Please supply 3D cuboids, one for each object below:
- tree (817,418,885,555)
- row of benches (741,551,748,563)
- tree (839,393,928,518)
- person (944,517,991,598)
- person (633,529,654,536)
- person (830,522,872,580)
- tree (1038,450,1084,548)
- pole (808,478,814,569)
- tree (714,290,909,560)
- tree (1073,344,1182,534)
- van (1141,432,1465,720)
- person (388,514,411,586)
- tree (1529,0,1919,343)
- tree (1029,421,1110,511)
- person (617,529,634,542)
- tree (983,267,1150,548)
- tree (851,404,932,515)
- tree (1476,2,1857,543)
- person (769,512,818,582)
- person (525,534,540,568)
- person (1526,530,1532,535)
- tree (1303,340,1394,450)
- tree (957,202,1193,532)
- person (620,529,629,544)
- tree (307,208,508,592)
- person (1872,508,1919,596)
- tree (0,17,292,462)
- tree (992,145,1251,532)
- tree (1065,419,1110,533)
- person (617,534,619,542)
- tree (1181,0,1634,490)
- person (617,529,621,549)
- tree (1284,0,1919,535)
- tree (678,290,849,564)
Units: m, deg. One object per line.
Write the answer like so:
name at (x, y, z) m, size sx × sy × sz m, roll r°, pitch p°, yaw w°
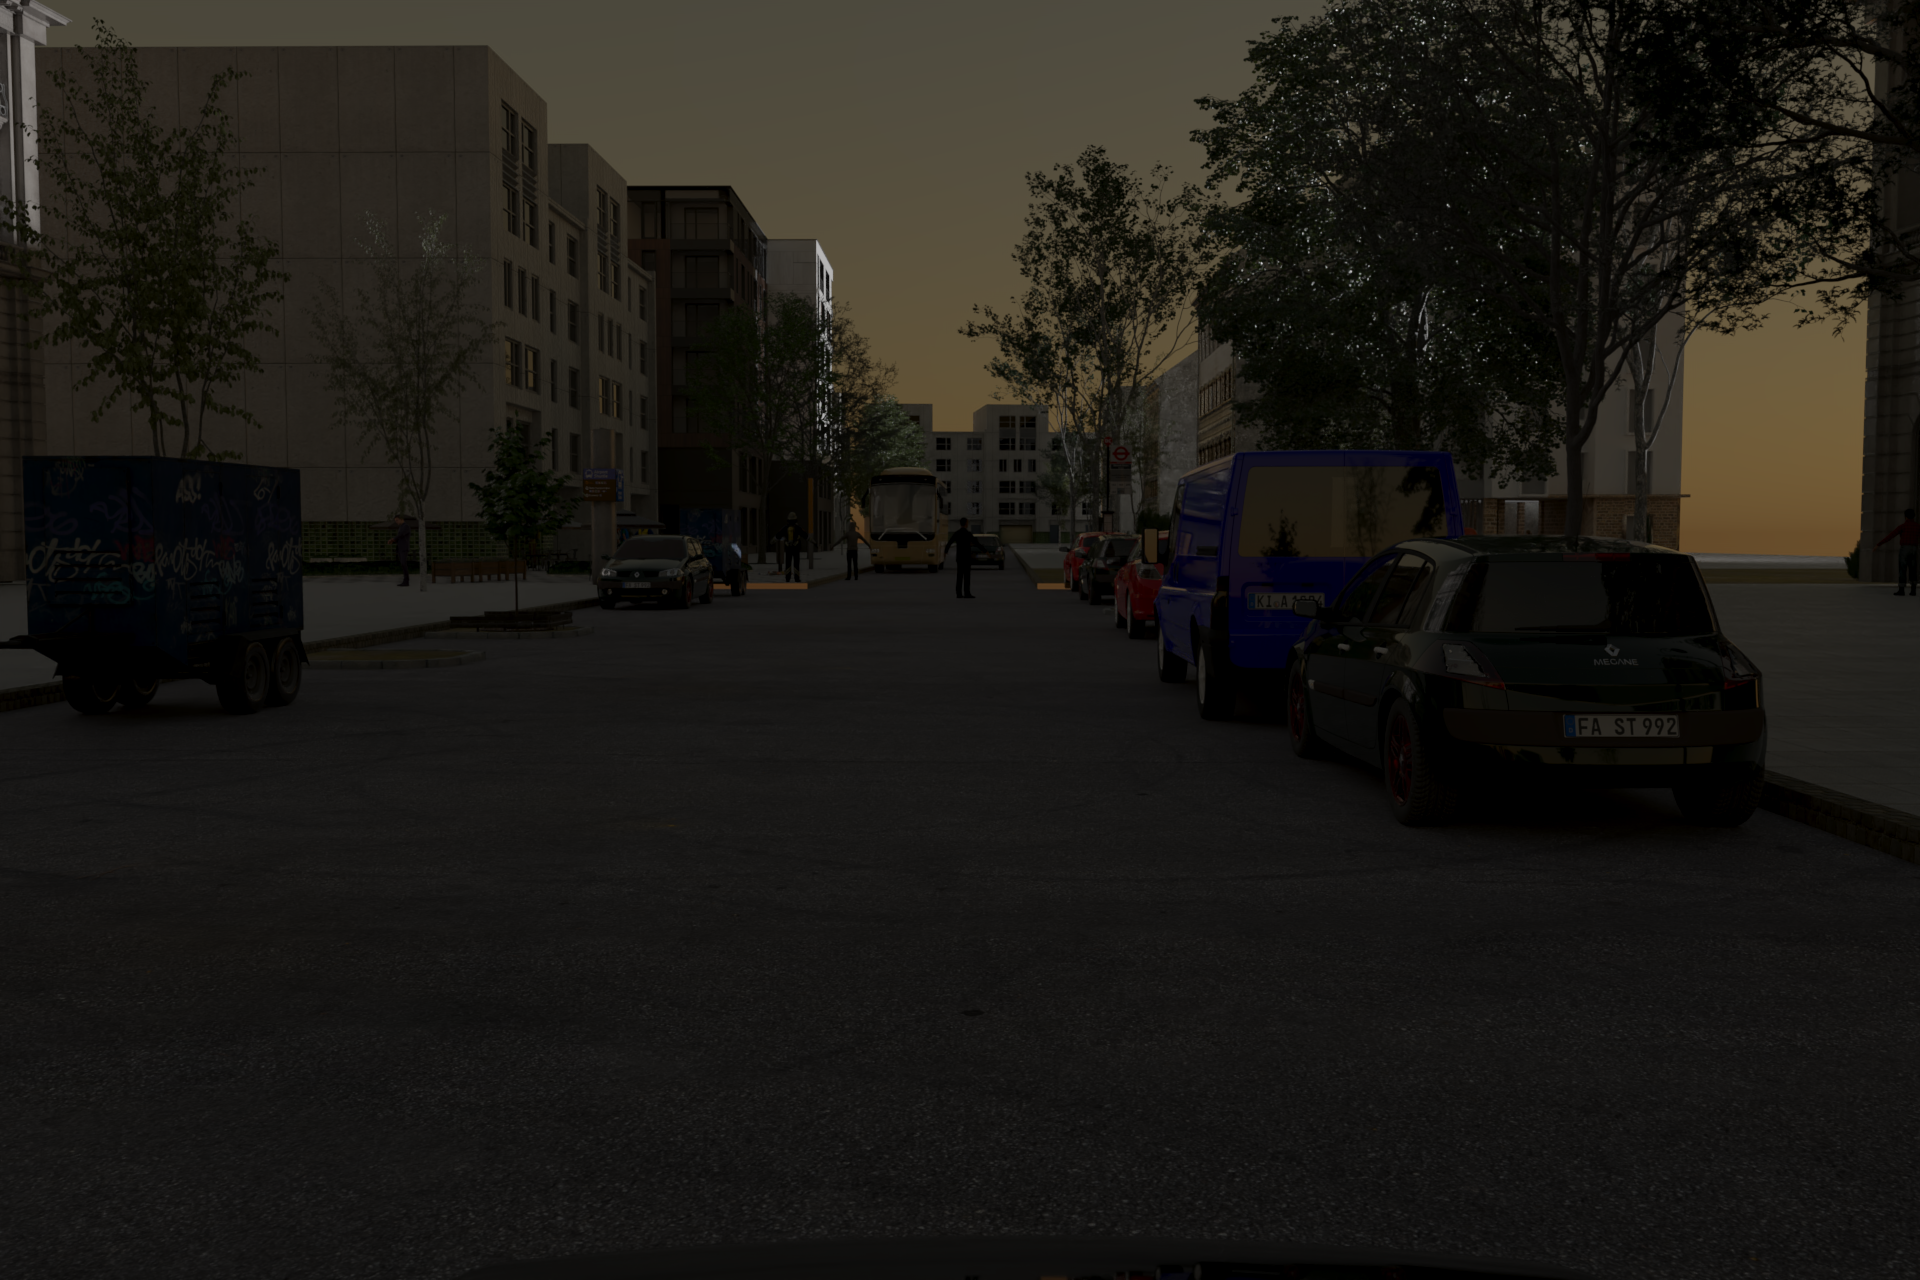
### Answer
tree at (-6.860, -9.394, 103.960) m, size 4.737 × 8.622 × 4.395 m, roll 0°, pitch 3°, yaw 0°
row of benches at (-9.769, -2.994, 64.408) m, size 4.104 × 0.672 × 1.422 m, roll 0°, pitch 4°, yaw -7°
tree at (-6.419, -13.571, 140.019) m, size 7.486 × 12.596 × 7.792 m, roll 0°, pitch 3°, yaw 0°
person at (0.106, -1.834, 38.673) m, size 1.346 × 1.802 × 0.704 m, roll 3°, pitch 5°, yaw 41°
person at (-11.376, -3.443, 62.257) m, size 1.349 × 1.833 × 0.705 m, roll 2°, pitch 4°, yaw 27°
person at (-3.360, -2.768, 53.842) m, size 1.348 × 1.813 × 0.705 m, roll -1°, pitch 4°, yaw -21°
tree at (8.943, -12.277, 151.093) m, size 4.737 × 8.622 × 4.395 m, roll 0°, pitch 3°, yaw 0°
pole at (-5.442, -4.244, 63.230) m, size 0.158 × 3.312 × 0.155 m, roll 0°, pitch 3°, yaw 0°
tree at (-7.507, -10.816, 87.218) m, size 12.009 × 13.543 × 11.850 m, roll 0°, pitch 3°, yaw 0°
tree at (6.921, -7.110, 66.611) m, size 4.360 × 8.622 × 3.978 m, roll 0°, pitch 3°, yaw 0°
van at (2.824, -0.649, 14.995) m, size 2.240 × 2.365 × 5.245 m, roll 0°, pitch 4°, yaw 1°
person at (-13.761, -2.203, 42.505) m, size 0.568 × 1.767 × 0.683 m, roll -3°, pitch 4°, yaw -38°
tree at (9.200, -4.909, 14.673) m, size 8.767 × 10.594 × 7.601 m, roll 1°, pitch 4°, yaw 20°
tree at (9.148, -12.757, 142.992) m, size 7.601 × 10.594 × 8.767 m, roll -1°, pitch 4°, yaw -18°
person at (-15.177, -4.449, 79.016) m, size 1.348 × 1.796 × 0.705 m, roll 3°, pitch 5°, yaw 44°
tree at (6.879, -16.480, 125.329) m, size 12.611 × 20.169 × 13.585 m, roll 0°, pitch 3°, yaw 0°
tree at (-6.028, -14.201, 150.308) m, size 7.486 × 12.596 × 7.792 m, roll 0°, pitch 3°, yaw 0°
tree at (20.884, -12.100, 53.728) m, size 12.611 × 20.169 × 13.585 m, roll 0°, pitch 3°, yaw 0°
person at (-4.462, -2.473, 46.213) m, size 1.354 × 1.856 × 0.705 m, roll 0°, pitch 4°, yaw 6°
person at (-16.129, -3.637, 65.241) m, size 0.705 × 1.858 × 1.354 m, roll 0°, pitch 4°, yaw -3°
person at (21.351, -3.427, 65.291) m, size 0.991 × 1.433 × 0.599 m, roll -3°, pitch 5°, yaw -39°
tree at (15.109, -6.951, 64.007) m, size 4.360 × 8.622 × 3.978 m, roll 0°, pitch 3°, yaw 0°
tree at (6.705, -14.923, 99.883) m, size 12.611 × 20.169 × 13.585 m, roll 0°, pitch 3°, yaw 0°
person at (-12.708, -3.649, 65.796) m, size 0.704 × 1.817 × 1.347 m, roll -1°, pitch 4°, yaw -10°
tree at (-11.772, -5.392, 38.525) m, size 4.360 × 8.622 × 3.978 m, roll 0°, pitch 3°, yaw 0°
person at (19.708, -1.830, 36.030) m, size 1.345 × 1.816 × 0.704 m, roll 0°, pitch 4°, yaw 2°
tree at (-11.630, -4.576, 25.186) m, size 4.737 × 8.622 × 4.395 m, roll 0°, pitch 3°, yaw 0°
tree at (7.930, -13.877, 82.778) m, size 12.611 × 20.169 × 13.585 m, roll 0°, pitch 3°, yaw 0°
tree at (8.273, -9.857, 111.526) m, size 4.360 × 8.622 × 3.978 m, roll 0°, pitch 3°, yaw 0°
person at (-15.638, -4.360, 77.466) m, size 1.347 × 1.806 × 0.705 m, roll 3°, pitch 5°, yaw 40°
tree at (9.676, -8.008, 37.581) m, size 9.857 × 13.997 × 8.962 m, roll 0°, pitch 3°, yaw 0°
person at (-16.033, -4.614, 81.582) m, size 0.704 × 1.843 × 1.345 m, roll 2°, pitch 4°, yaw 25°
tree at (9.256, -7.046, 25.568) m, size 12.009 × 13.543 × 11.850 m, roll 0°, pitch 3°, yaw 0°
tree at (-8.286, -9.028, 73.361) m, size 9.928 × 11.665 × 9.643 m, roll 0°, pitch 3°, yaw 0°
